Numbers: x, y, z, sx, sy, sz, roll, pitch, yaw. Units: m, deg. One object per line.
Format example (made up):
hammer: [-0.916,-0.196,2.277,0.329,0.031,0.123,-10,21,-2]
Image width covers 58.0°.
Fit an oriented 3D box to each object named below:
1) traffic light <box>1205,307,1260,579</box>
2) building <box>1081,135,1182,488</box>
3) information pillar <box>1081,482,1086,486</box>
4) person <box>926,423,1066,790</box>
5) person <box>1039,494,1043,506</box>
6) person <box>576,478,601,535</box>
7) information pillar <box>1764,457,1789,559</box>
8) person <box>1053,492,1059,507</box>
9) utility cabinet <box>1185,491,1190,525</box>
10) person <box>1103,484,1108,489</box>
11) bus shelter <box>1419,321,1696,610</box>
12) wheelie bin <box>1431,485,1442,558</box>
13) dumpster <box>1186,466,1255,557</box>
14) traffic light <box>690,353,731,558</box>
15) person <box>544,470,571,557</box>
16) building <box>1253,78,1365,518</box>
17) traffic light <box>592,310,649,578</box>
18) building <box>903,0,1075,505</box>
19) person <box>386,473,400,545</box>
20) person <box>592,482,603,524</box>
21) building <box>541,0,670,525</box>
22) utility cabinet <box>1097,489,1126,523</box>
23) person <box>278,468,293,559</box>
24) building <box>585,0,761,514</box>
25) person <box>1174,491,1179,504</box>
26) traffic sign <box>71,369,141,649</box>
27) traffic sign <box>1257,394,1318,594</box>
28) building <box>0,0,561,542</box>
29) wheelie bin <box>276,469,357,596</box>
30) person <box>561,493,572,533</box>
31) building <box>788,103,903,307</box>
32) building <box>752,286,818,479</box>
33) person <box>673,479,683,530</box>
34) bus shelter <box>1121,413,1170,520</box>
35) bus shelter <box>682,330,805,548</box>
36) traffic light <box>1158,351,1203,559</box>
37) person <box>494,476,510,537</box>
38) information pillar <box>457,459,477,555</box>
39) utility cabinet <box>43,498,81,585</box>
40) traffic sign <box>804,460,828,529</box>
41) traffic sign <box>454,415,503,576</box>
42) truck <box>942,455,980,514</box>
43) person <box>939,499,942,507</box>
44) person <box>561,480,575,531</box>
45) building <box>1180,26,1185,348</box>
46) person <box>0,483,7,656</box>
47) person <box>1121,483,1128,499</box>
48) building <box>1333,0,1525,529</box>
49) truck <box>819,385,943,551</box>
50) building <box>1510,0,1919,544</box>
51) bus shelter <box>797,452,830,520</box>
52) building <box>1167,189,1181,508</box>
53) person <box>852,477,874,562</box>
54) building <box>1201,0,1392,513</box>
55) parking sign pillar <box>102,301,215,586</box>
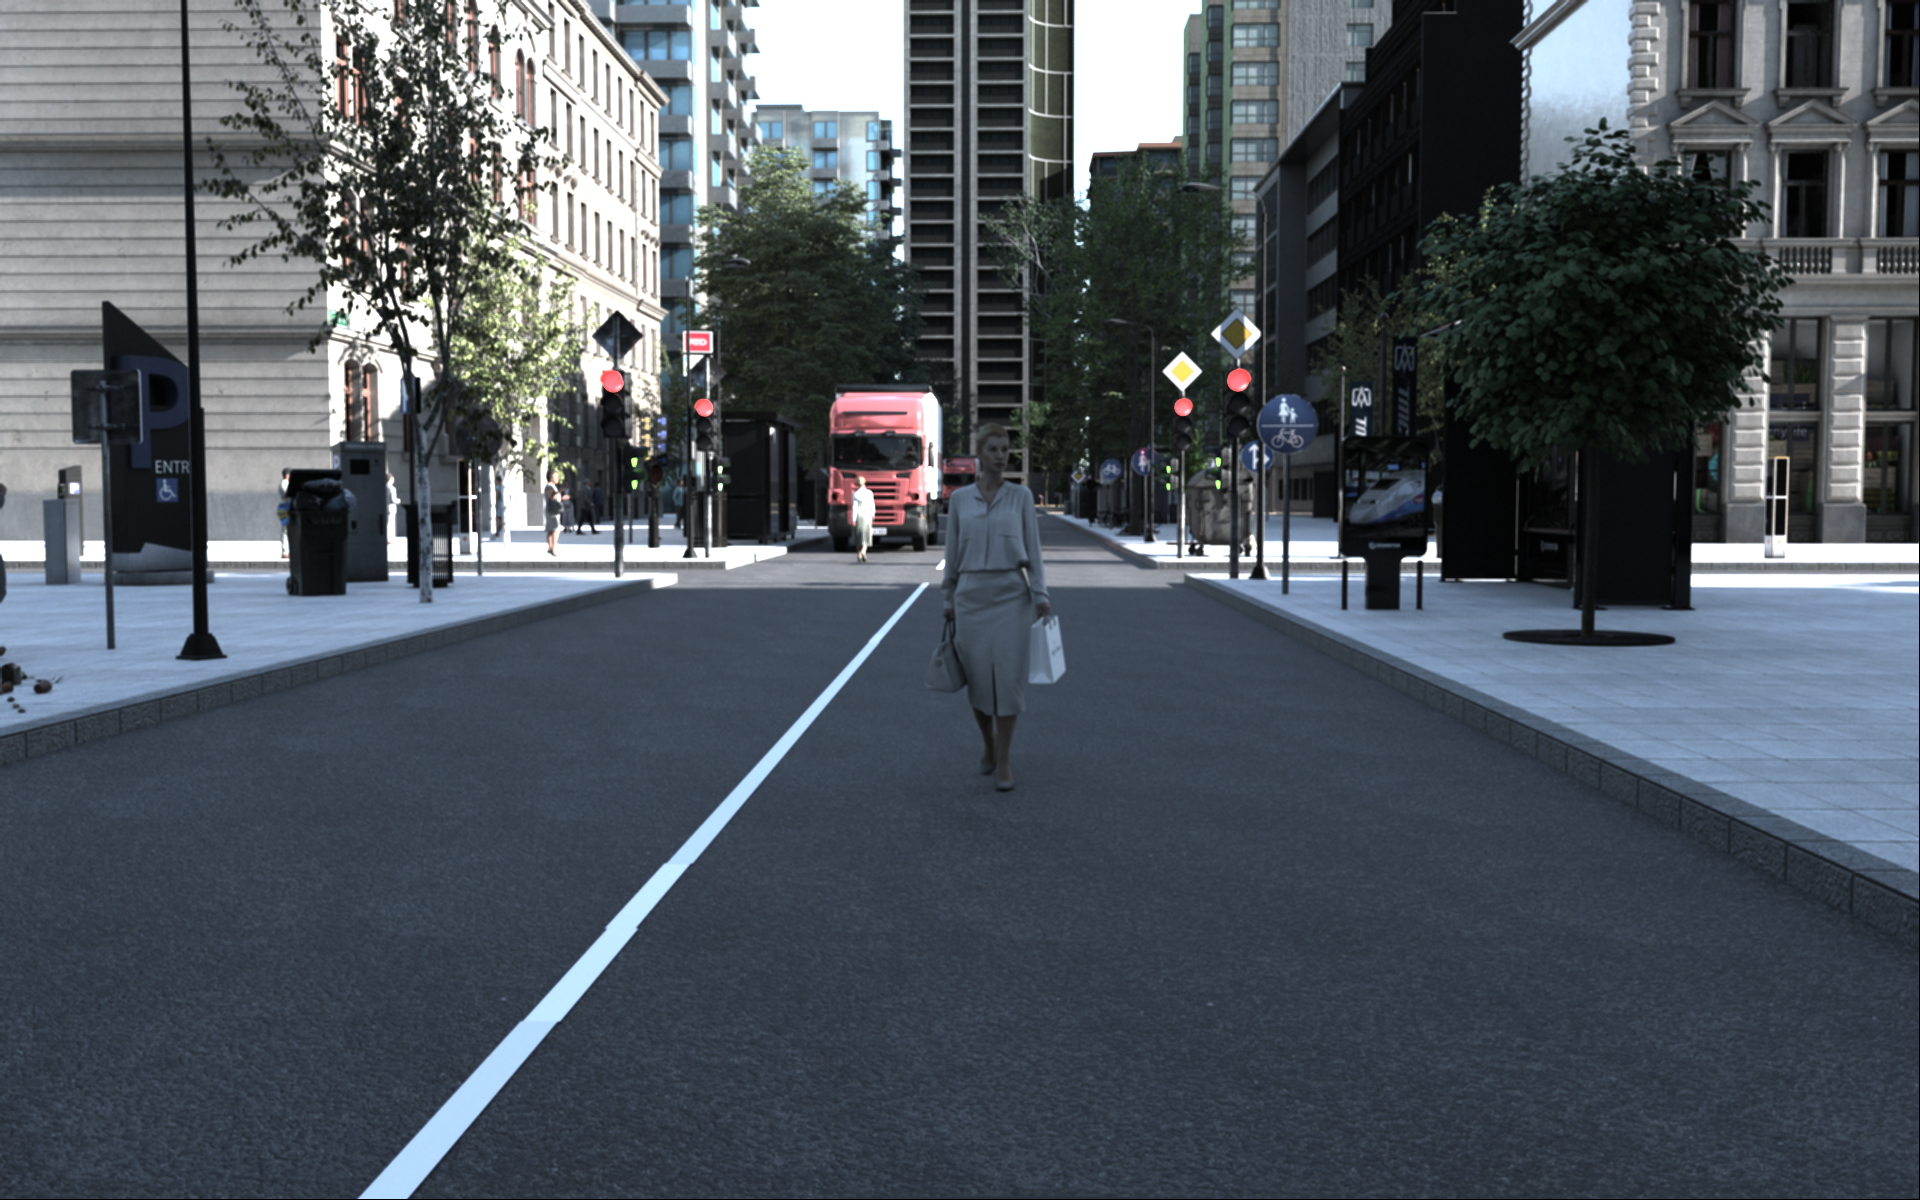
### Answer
traffic light: [4.149,-2.282,26.232,0.839,4.253,0.868,0,4,1]
building: [28.629,-34.218,214.080,28.867,44.769,22.147,0,4,1]
information pillar: [7.450,-6.064,103.643,0.304,2.012,0.304,1,4,22]
person: [0.203,0.015,8.615,0.694,1.780,0.624,2,4,24]
person: [8.921,-10.983,191.297,0.421,1.427,0.697,2,4,31]
person: [-11.757,-2.962,54.864,0.834,1.777,0.661,-2,4,-25]
information pillar: [16.226,-1.831,34.430,0.304,2.012,0.304,0,4,-7]
person: [9.500,-10.082,171.595,0.721,1.736,1.217,-1,4,-18]
utility cabinet: [9.511,-3.857,71.747,0.318,1.500,1.173,1,4,17]
person: [6.798,-4.534,80.356,0.709,1.800,0.728,-1,4,-19]
bus shelter: [7.442,-1.891,22.202,1.731,3.624,6.357,0,4,2]
wheelie bin: [9.858,-1.638,34.683,0.693,1.594,0.980,3,5,44]
dumpster: [5.409,-1.845,35.931,1.264,1.857,1.865,0,4,1]
traffic light: [-5.003,-2.784,34.439,0.839,4.253,0.868,0,4,1]
person: [-8.300,-1.788,35.634,0.532,1.782,0.716,0,4,-7]
building: [24.962,-16.806,93.842,14.314,24.678,30.058,0,4,1]
traffic light: [-5.209,-2.296,26.457,0.839,4.253,0.868,0,4,1]
building: [3.760,-47.370,212.755,20.611,71.187,20.563,0,4,1]
person: [-14.388,-2.300,43.853,0.606,1.804,0.583,2,4,32]
person: [-15.621,-4.184,74.629,0.419,1.800,0.721,0,4,-1]
building: [-22.127,-17.394,81.660,12.463,27.353,25.104,0,4,1]
utility cabinet: [6.523,-4.030,74.570,1.173,1.500,0.318,-1,4,-10]
person: [-13.252,-1.718,34.319,0.466,1.800,0.511,-2,4,-26]
building: [-26.487,-30.926,125.250,23.786,49.044,30.456,0,4,1]
person: [9.693,-4.291,76.461,0.793,1.790,0.793,0,4,-8]
traffic sign: [-7.031,-0.743,14.283,0.606,2.300,0.079,0,4,8]
traffic sign: [4.175,-1.348,22.146,0.768,2.556,0.104,0,4,8]
building: [-22.681,-16.481,56.852,14.401,28.519,23.554,0,4,1]
wheelie bin: [-8.141,-0.864,22.036,0.980,1.594,0.693,-3,5,-39]
person: [-13.093,-2.898,57.697,0.394,1.301,0.425,3,5,43]
building: [-22.139,-36.432,215.276,30.456,49.044,23.786,0,4,1]
building: [-28.501,-19.355,161.485,28.899,21.520,27.650,0,4,1]
person: [-10.011,-3.405,61.735,0.620,1.820,0.660,1,4,22]
bus shelter: [8.831,-6.443,82.982,2.179,5.291,8.768,0,4,2]
bus shelter: [-5.641,-4.130,45.163,2.179,5.291,8.768,0,4,1]
traffic light: [4.355,-2.770,34.215,0.839,4.253,0.868,0,4,1]
person: [-13.667,-2.784,51.654,0.778,1.811,0.616,3,4,38]
information pillar: [-10.408,-1.968,36.664,0.304,2.012,0.304,1,4,20]
utility cabinet: [-12.945,-0.844,24.964,0.306,1.237,1.020,-1,4,-17]
traffic sign: [-5.360,-3.939,64.412,0.884,2.594,0.081,0,4,3]
traffic sign: [-7.569,-1.659,27.235,0.768,2.556,0.104,0,4,3]
truck: [0.114,-8.412,126.447,2.839,4.237,11.283,0,4,2]
person: [-1.964,-10.007,169.681,0.705,1.821,1.348,-1,4,-13]
person: [-13.726,-3.300,60.545,0.519,1.759,0.362,0,4,-1]
building: [26.187,-28.610,151.375,14.154,41.232,14.086,0,4,1]
person: [-7.495,-0.433,13.089,0.622,1.834,0.822,0,4,3]
person: [7.267,-4.350,77.713,0.519,1.759,0.362,-2,4,-32]
building: [23.012,-14.722,70.390,12.332,23.373,15.834,0,4,1]
truck: [-1.903,-3.533,46.673,2.839,4.237,11.283,0,4,1]
building: [26.521,-13.433,48.513,19.941,23.489,11.050,0,4,1]
bus shelter: [-7.117,-5.937,88.360,1.731,3.624,6.357,0,4,1]
building: [26.771,-24.136,166.317,14.160,30.474,14.107,0,4,1]
person: [-2.052,-1.691,36.376,0.478,1.798,0.641,0,4,2]
building: [25.792,-27.751,137.322,14.154,41.232,14.086,0,4,1]
parking sign pillar: [-11.499,-2.221,24.787,1.447,3.967,1.447,2,4,29]
